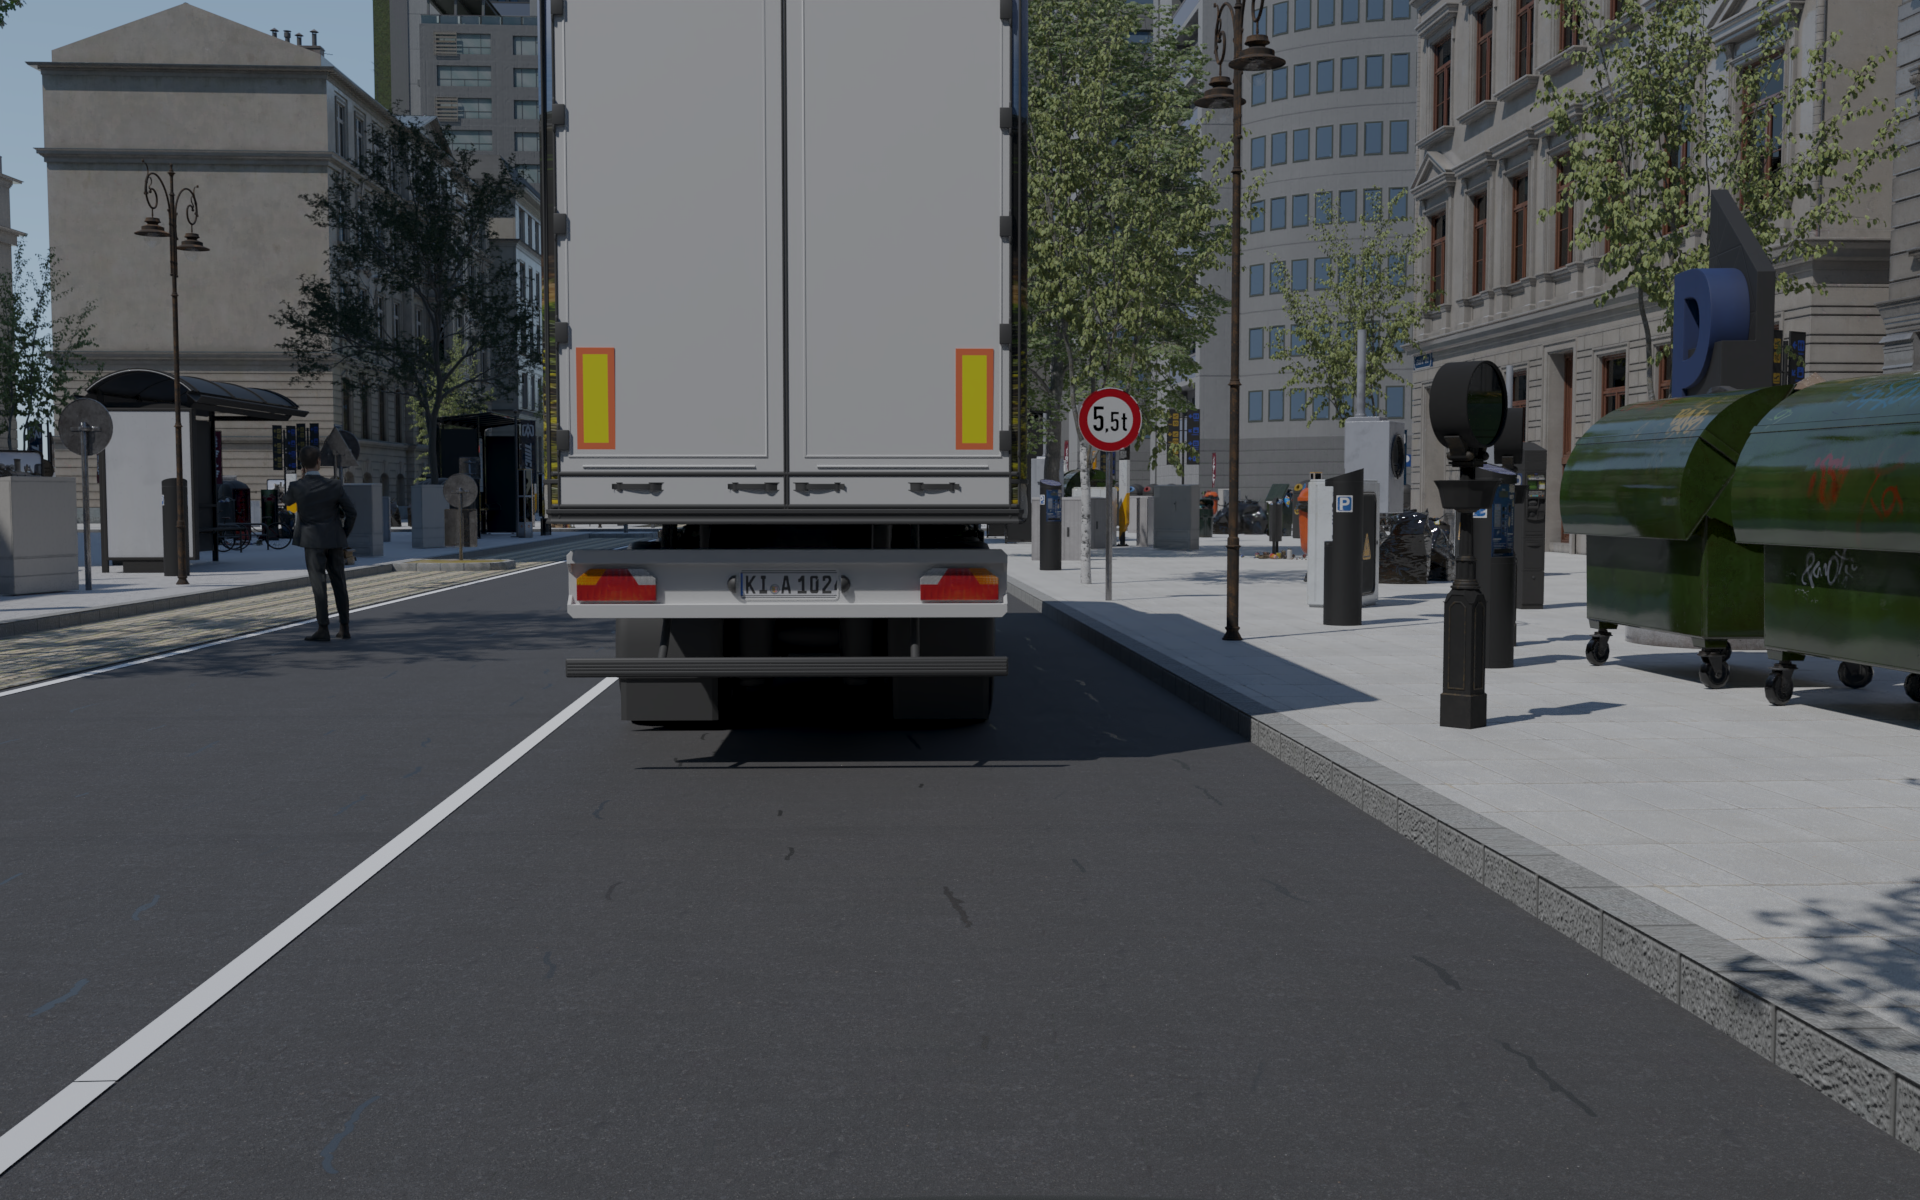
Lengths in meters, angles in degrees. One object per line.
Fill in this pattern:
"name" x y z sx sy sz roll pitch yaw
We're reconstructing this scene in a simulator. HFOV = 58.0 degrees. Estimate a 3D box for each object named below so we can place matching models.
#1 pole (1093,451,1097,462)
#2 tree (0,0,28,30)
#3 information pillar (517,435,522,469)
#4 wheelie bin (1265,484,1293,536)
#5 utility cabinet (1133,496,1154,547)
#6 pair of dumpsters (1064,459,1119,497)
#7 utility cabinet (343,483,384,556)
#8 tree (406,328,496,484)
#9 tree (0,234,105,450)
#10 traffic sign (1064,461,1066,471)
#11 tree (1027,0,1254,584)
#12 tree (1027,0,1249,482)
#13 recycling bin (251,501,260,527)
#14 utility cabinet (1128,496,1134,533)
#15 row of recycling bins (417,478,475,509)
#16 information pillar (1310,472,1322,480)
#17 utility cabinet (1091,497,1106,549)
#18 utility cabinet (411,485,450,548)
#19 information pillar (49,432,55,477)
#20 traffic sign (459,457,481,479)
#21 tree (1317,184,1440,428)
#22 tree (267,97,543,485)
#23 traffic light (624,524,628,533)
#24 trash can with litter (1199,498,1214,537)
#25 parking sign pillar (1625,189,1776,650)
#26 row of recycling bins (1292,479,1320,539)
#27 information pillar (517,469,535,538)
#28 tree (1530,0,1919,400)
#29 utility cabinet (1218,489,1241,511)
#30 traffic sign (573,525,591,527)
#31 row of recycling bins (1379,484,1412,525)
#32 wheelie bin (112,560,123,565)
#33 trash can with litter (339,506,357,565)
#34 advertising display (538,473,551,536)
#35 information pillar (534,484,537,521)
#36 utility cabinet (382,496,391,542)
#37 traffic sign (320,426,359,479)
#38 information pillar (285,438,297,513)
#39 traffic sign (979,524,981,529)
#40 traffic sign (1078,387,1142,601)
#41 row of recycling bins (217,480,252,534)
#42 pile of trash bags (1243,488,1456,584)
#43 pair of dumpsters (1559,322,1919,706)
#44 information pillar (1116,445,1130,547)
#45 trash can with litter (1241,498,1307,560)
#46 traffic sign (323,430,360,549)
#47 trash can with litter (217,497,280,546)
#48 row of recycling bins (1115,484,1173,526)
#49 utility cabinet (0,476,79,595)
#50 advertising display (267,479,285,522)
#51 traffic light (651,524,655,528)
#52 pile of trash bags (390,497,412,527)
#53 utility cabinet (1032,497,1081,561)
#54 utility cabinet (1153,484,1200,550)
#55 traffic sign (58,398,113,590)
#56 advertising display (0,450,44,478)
"pole" 6.371 -5.390 81.963 0.158 3.312 0.155 0 3 0
"tree" -10.859 -5.338 13.030 9.928 11.665 9.643 0 3 0
"information pillar" -16.450 -4.505 65.007 0.504 3.616 0.183 -3 5 -40
"wheelie bin" 9.716 -2.735 52.627 0.693 1.594 0.980 -3 5 -41
"utility cabinet" 4.586 -1.937 42.831 0.306 1.237 1.020 1 4 16
"pair of dumpsters" 3.447 -2.839 48.916 1.574 2.255 4.437 0 4 -3
"utility cabinet" -12.365 -1.637 35.451 1.173 1.500 0.318 2 4 27
"tree" -22.879 -7.767 77.355 4.737 8.622 4.395 0 3 0
"tree" -27.005 -6.091 49.950 4.737 8.622 4.395 0 3 0
"traffic sign" 2.943 -3.106 52.918 0.606 2.300 0.079 0 4 4
"tree" 1.893 -4.518 24.233 4.737 8.622 4.395 0 3 0
"tree" 2.275 -7.176 35.459 7.486 12.596 7.792 0 3 0
"recycling bin" -27.859 -3.370 67.653 0.722 1.027 0.722 1 4 19
"utility cabinet" 5.994 -2.797 56.894 1.020 1.237 0.306 3 5 44
"row of recycling bins" -13.326 -2.296 44.646 1.069 1.692 3.534 -2 4 -29
"information pillar" 11.995 -3.298 58.413 0.304 2.012 0.304 -1 4 -17
"utility cabinet" 2.978 -1.796 40.526 1.020 1.237 0.306 -3 5 -43
"utility cabinet" -12.605 -1.990 41.218 0.318 1.500 1.173 1 4 15
"information pillar" -34.245 -4.528 65.382 0.183 3.616 0.504 -1 4 -18
"traffic sign" -13.457 -2.781 47.597 0.606 2.300 0.079 0 4 3
"tree" 9.290 -5.518 40.586 4.737 8.622 4.395 0 3 0
"tree" -13.072 -6.576 41.931 8.767 10.594 7.601 3 5 40
"traffic light" -11.074 -4.187 57.382 0.839 4.253 0.868 0 4 -4
"trash can with litter" 7.199 -2.441 51.297 0.624 1.170 1.055 0 4 5
"parking sign pillar" 6.504 -1.611 14.807 1.447 3.967 1.447 0 4 7
"row of recycling bins" 10.029 -2.543 48.690 1.069 1.692 3.534 0 4 3
"information pillar" -12.744 -2.830 50.764 0.304 2.012 0.304 3 4 36
"tree" 8.573 -4.295 20.579 4.737 8.622 4.395 0 3 0
"utility cabinet" 11.617 -4.035 74.655 1.173 1.500 0.318 -3 5 -42
"traffic sign" -14.892 -4.540 68.099 2.265 3.308 0.079 0 4 3
"row of recycling bins" 18.260 -3.807 69.361 3.534 1.692 1.069 0 4 -6
"wheelie bin" -15.062 -1.436 31.389 0.693 1.594 0.980 0 4 4
"trash can with litter" -11.253 -1.200 31.014 0.624 1.170 1.055 0 4 2
"advertising display" -12.834 -2.962 53.635 0.123 1.923 0.974 0 4 5
"information pillar" -20.419 -5.605 82.988 0.183 3.616 0.504 -2 4 -31
"utility cabinet" -15.847 -2.164 46.535 1.020 1.237 0.306 -1 4 -10
"traffic sign" -12.009 -2.038 33.326 0.884 2.594 0.081 0 4 -1
"information pillar" -27.432 -4.868 70.950 0.504 3.616 0.183 0 4 6
"traffic sign" 0.627 -3.328 54.511 0.768 2.556 0.104 0 4 3
"traffic sign" 1.792 -1.265 20.795 0.768 2.556 0.104 0 4 -2
"row of recycling bins" -22.417 -2.792 52.770 1.069 1.692 3.534 -2 4 -33
"pile of trash bags" 5.827 -0.935 25.047 1.912 1.369 3.447 3 4 39
"pair of dumpsters" 5.434 -0.515 10.913 1.574 2.255 4.437 0 4 -4
"information pillar" 4.009 -3.114 42.269 0.183 3.616 0.504 -1 4 -18
"trash can with litter" 6.494 -1.450 34.767 1.678 1.210 2.233 1 4 18
"traffic sign" -12.333 -2.106 34.535 0.768 2.556 0.104 0 4 4
"trash can with litter" -18.134 -1.976 43.359 2.233 1.210 1.678 1 4 18
"row of recycling bins" 7.310 -3.788 69.050 3.534 1.692 1.069 3 5 41
"utility cabinet" -11.894 -0.832 22.274 0.318 1.500 1.173 1 4 11
"advertising display" -29.017 -4.194 73.786 0.974 1.923 0.123 0 4 0
"traffic light" -11.587 -4.675 65.350 0.839 4.253 0.868 0 4 -4
"pile of trash bags" -21.134 -3.562 67.985 3.447 1.369 1.912 0 4 -5
"utility cabinet" 1.897 -1.365 33.477 1.020 1.237 0.306 0 4 3
"utility cabinet" 4.947 -1.896 39.673 0.318 1.500 1.173 -3 4 -39
"traffic sign" -11.642 -1.404 23.063 0.768 2.556 0.104 0 4 5
"advertising display" -13.827 -1.221 25.180 0.123 1.923 0.974 3 5 40
